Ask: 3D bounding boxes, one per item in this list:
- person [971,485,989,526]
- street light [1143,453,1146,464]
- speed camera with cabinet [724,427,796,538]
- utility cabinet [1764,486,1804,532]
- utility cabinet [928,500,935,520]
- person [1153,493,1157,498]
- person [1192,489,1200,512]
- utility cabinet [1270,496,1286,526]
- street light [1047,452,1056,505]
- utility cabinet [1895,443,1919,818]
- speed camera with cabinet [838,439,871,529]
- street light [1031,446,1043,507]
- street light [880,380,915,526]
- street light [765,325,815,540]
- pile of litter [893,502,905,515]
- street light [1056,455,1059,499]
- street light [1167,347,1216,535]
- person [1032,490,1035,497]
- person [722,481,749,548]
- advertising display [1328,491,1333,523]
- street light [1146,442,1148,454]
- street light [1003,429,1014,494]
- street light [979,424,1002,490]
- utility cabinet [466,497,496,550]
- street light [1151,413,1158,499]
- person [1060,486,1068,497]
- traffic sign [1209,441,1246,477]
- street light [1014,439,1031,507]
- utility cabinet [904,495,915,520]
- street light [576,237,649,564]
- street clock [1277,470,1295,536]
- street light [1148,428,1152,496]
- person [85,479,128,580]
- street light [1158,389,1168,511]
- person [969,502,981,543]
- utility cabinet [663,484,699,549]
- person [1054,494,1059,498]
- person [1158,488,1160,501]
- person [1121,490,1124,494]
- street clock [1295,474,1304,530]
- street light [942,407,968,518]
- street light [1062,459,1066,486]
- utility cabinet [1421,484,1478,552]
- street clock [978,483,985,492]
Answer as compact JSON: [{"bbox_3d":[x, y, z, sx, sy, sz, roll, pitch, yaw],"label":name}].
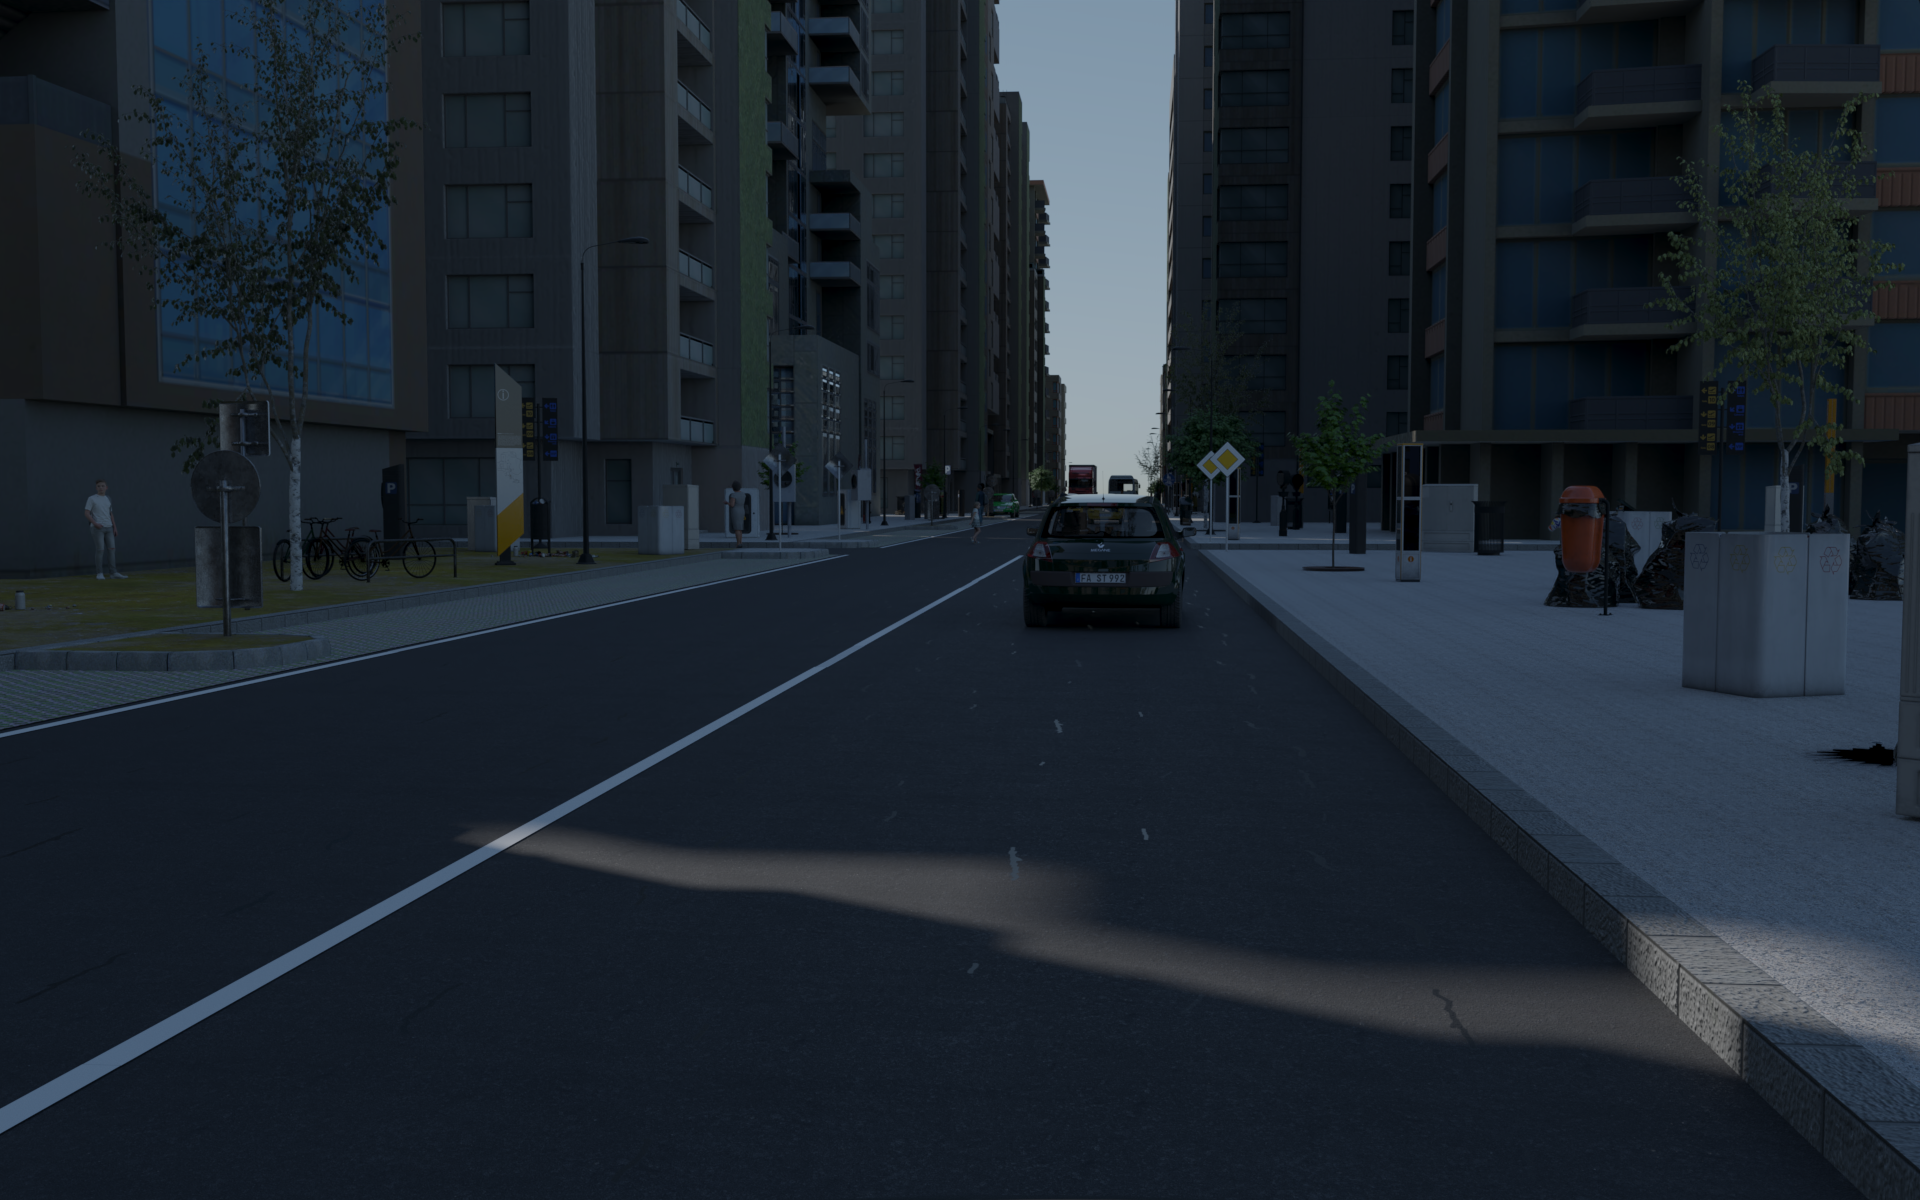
[{"bbox_3d":[0.866,-4.256,78.065,0.794,1.824,0.713,-1,4,-22],"label":"person"},{"bbox_3d":[17.244,-11.066,153.477,1.470,5.913,1.316,0,4,6],"label":"street light"},{"bbox_3d":[-5.841,-3.443,50.627,2.038,3.252,0.660,0,4,-2],"label":"speed camera with cabinet"},{"bbox_3d":[21.494,-2.233,45.189,1.173,1.500,0.318,-2,4,-30],"label":"utility cabinet"},{"bbox_3d":[-1.399,-4.618,84.183,0.318,1.500,1.173,0,4,-3],"label":"utility cabinet"},{"bbox_3d":[20.510,-10.671,180.594,0.705,1.814,1.350,3,4,38],"label":"person"},{"bbox_3d":[16.769,-7.177,124.110,1.217,1.736,0.721,-3,5,-41],"label":"person"},{"bbox_3d":[12.899,-3.609,70.161,0.306,1.237,1.020,2,4,31],"label":"utility cabinet"},{"bbox_3d":[9.444,-13.308,190.128,1.470,5.913,1.316,0,4,6],"label":"street light"},{"bbox_3d":[4.165,0.138,6.418,0.318,1.500,1.173,-3,5,-40],"label":"utility cabinet"},{"bbox_3d":[-3.873,-4.221,63.344,0.660,3.252,2.038,-2,4,-25],"label":"speed camera with cabinet"},{"bbox_3d":[7.358,-11.964,168.146,1.470,5.913,1.316,0,4,6],"label":"street light"},{"bbox_3d":[-2.544,-5.989,70.453,1.470,5.913,1.316,0,4,6],"label":"street light"},{"bbox_3d":[-4.695,-4.604,47.823,1.470,5.913,1.316,0,4,6],"label":"street light"},{"bbox_3d":[-3.581,-5.653,106.394,1.176,0.858,1.719,3,4,36],"label":"pile of litter"},{"bbox_3d":[11.105,-14.328,206.809,1.470,5.913,1.316,0,4,6],"label":"street light"},{"bbox_3d":[7.376,-5.021,54.638,1.470,5.913,1.316,0,4,6],"label":"street light"},{"bbox_3d":[7.822,-10.698,181.668,0.721,1.743,1.217,-2,4,-24],"label":"person"},{"bbox_3d":[-5.787,-2.206,44.932,0.532,1.782,0.716,2,4,33],"label":"person"},{"bbox_3d":[16.570,-4.341,76.189,0.974,1.923,0.123,-2,4,-34],"label":"advertising display"},{"bbox_3d":[15.079,-9.728,131.590,1.470,5.913,1.316,0,4,6],"label":"street light"},{"bbox_3d":[2.920,-9.259,123.931,1.470,5.913,1.316,0,4,6],"label":"street light"},{"bbox_3d":[1.872,-8.684,114.532,1.470,5.913,1.316,0,4,6],"label":"street light"},{"bbox_3d":[-10.882,-1.741,39.632,1.020,1.237,0.306,3,5,44],"label":"utility cabinet"},{"bbox_3d":[11.815,-7.713,98.644,1.470,5.913,1.316,0,4,6],"label":"street light"},{"bbox_3d":[4.518,-4.118,76.248,0.534,1.772,0.576,1,4,11],"label":"person"},{"bbox_3d":[5.935,-2.212,38.359,0.795,2.593,0.064,0,4,6],"label":"traffic sign"},{"bbox_3d":[5.039,-10.626,146.274,1.470,5.913,1.316,0,4,6],"label":"street light"},{"bbox_3d":[-2.504,-4.605,86.457,0.306,1.237,1.020,-1,4,-16],"label":"utility cabinet"},{"bbox_3d":[-6.308,-3.605,31.480,1.470,5.913,1.316,0,4,6],"label":"street light"},{"bbox_3d":[9.796,-2.929,52.466,0.358,2.002,0.471,-1,4,-19],"label":"street clock"},{"bbox_3d":[14.036,-9.075,120.915,1.470,5.913,1.316,0,4,6],"label":"street light"},{"bbox_3d":[-12.879,-1.066,26.072,0.523,1.515,0.503,0,4,-4],"label":"person"},{"bbox_3d":[9.626,-6.359,76.517,1.470,5.913,1.316,0,4,6],"label":"street light"},{"bbox_3d":[0.402,-2.256,50.406,0.382,1.210,0.505,-1,4,-12],"label":"person"},{"bbox_3d":[-6.444,-1.918,40.044,0.318,1.500,1.173,-3,4,-38],"label":"utility cabinet"},{"bbox_3d":[13.199,-14.217,239.202,1.217,1.735,0.721,0,4,4],"label":"person"},{"bbox_3d":[18.312,-9.340,158.891,0.705,1.807,1.348,0,4,2],"label":"person"},{"bbox_3d":[11.567,-7.039,124.302,1.217,1.735,0.721,3,5,44],"label":"person"},{"bbox_3d":[12.035,-3.511,61.978,0.471,2.002,0.358,-1,4,-17],"label":"street clock"},{"bbox_3d":[-0.285,-7.327,92.332,1.470,5.913,1.316,0,4,6],"label":"street light"},{"bbox_3d":[13.311,-15.726,229.659,1.470,5.913,1.316,0,4,6],"label":"street light"},{"bbox_3d":[10.760,-1.801,38.127,1.173,1.500,0.318,2,4,34],"label":"utility cabinet"},{"bbox_3d":[1.386,-6.622,112.834,0.358,2.002,0.471,3,5,43],"label":"street clock"}]
